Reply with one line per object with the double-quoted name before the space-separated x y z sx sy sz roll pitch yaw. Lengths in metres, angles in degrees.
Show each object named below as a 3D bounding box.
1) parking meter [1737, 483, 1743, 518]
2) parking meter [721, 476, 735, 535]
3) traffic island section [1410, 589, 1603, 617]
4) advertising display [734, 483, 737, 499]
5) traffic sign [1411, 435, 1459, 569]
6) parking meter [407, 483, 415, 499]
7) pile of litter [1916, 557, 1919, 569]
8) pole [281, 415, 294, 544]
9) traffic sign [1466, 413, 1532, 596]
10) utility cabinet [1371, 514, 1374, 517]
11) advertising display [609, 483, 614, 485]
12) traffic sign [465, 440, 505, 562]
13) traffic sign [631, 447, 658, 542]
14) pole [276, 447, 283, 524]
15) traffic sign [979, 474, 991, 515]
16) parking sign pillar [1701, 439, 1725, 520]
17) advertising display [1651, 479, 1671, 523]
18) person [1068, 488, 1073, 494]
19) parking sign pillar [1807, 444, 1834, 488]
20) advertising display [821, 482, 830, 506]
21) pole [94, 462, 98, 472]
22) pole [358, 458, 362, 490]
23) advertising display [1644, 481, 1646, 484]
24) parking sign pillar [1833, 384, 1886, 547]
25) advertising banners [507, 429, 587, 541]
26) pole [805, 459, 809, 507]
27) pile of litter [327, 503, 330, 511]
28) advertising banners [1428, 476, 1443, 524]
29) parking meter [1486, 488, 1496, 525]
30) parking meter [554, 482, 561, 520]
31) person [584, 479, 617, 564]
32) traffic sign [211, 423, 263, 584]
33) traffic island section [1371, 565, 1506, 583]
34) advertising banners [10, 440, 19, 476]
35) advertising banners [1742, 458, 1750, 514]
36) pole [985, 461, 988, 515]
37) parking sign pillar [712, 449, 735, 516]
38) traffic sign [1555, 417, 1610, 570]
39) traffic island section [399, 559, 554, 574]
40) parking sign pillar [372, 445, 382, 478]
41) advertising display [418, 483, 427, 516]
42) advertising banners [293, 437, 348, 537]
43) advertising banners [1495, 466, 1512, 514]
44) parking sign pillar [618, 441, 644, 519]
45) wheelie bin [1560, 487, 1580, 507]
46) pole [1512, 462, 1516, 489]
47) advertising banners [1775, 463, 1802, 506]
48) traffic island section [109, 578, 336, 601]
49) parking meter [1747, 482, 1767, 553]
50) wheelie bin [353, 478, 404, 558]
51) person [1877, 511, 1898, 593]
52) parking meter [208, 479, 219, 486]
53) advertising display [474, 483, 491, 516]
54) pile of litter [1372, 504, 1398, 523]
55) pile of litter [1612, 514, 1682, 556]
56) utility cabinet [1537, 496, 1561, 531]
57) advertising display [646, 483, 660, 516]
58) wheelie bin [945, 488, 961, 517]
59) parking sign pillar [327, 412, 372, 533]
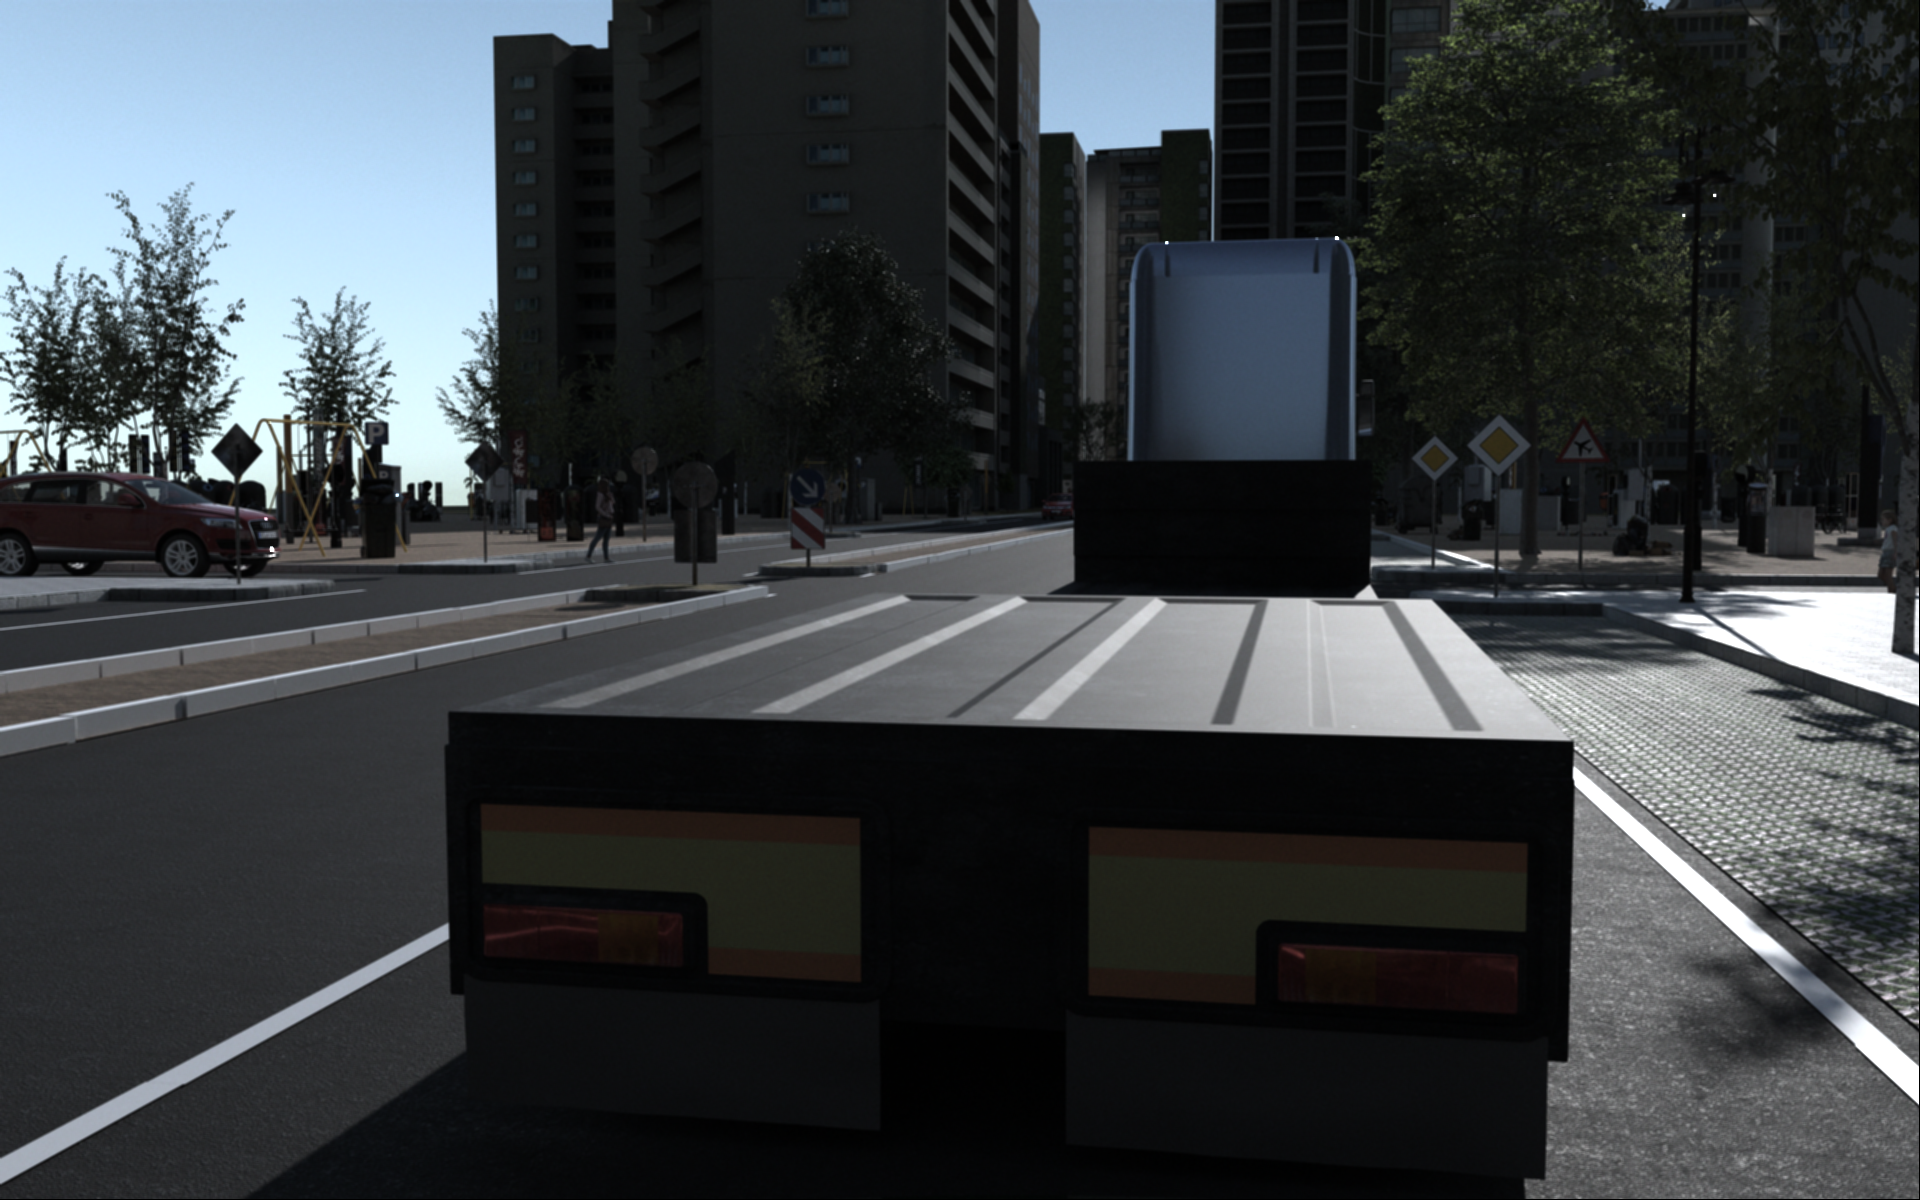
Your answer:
"parking meter" 41.898 -5.333 92.899 0.399 1.863 0.255 -2 4 -31
"parking meter" -7.332 -2.997 54.712 0.399 1.863 0.255 3 5 45
"traffic island section" 6.746 0.033 21.738 2.009 0.180 2.903 1 4 10
"advertising display" -13.067 -5.730 98.907 0.123 1.923 0.974 2 4 30
"traffic sign" 8.081 -1.584 29.534 0.795 2.450 0.064 1 4 10
"parking meter" -29.156 -5.278 92.003 0.255 1.863 0.399 1 4 10
"pile of litter" 16.641 -0.958 29.629 1.176 0.858 1.719 2 4 33
"pole" -17.267 -3.101 44.543 0.158 3.312 0.155 0 3 0
"traffic sign" 6.722 -1.102 21.665 0.795 2.450 0.064 1 4 10
"utility cabinet" 22.576 -5.332 95.864 0.318 1.500 1.173 0 4 -4
"advertising display" -19.234 -5.605 96.857 0.974 1.923 0.123 -3 4 -38
"traffic sign" -8.909 -1.764 32.477 0.795 2.450 0.064 1 4 10
"traffic sign" -8.525 -2.853 46.754 0.768 2.556 0.104 1 4 11
"pole" -29.159 -4.919 74.264 0.158 3.312 0.155 0 3 0
"traffic sign" 1.524 -6.559 107.347 0.768 2.556 0.104 1 4 17
"parking sign pillar" 37.290 -5.956 85.853 1.447 3.967 1.447 -3 5 -43
"advertising display" 30.840 -4.348 76.299 0.974 1.923 0.123 -1 4 -17
"person" 7.319 -6.563 115.770 1.348 1.831 0.705 0 4 -6
"parking sign pillar" 44.034 -6.119 88.519 1.447 3.967 1.447 0 4 7
"advertising display" -7.427 -5.570 96.290 0.123 1.923 0.974 -3 4 -36
"pole" -54.169 -7.020 108.623 0.158 3.312 0.155 0 3 0
"pole" -33.904 -6.367 97.935 0.158 3.312 0.155 0 3 0
"advertising display" 33.152 -4.771 83.219 0.123 1.923 0.974 -1 4 -15
"parking sign pillar" 22.601 -3.330 42.920 1.447 3.967 1.447 2 4 33
"advertising banners" -11.206 -3.110 47.035 2.074 3.025 0.090 0 4 -7
"pole" -7.748 -5.745 87.769 0.158 3.312 0.155 0 3 0
"pile of litter" -36.519 -5.315 100.860 1.719 0.858 1.176 -2 4 -30
"advertising banners" 20.320 -4.766 74.104 0.090 3.025 2.074 0 4 -1
"parking meter" 21.856 -3.846 71.297 0.372 1.533 0.369 0 3 0
"parking meter" -19.750 -4.850 85.012 0.255 1.863 0.399 -2 4 -27
"person" -7.424 -1.631 35.751 0.643 1.750 0.593 0 4 -3
"traffic sign" -10.268 -1.282 24.608 0.795 2.450 0.064 1 4 10
"traffic island section" 8.105 -0.448 29.607 2.009 0.180 2.903 1 4 10
"advertising banners" -30.977 -3.661 56.045 0.090 3.025 2.074 0 4 0
"advertising banners" 33.726 -4.774 74.241 0.090 3.025 2.074 2 4 31
"pole" 1.598 -6.817 105.305 0.158 3.312 0.155 0 3 0
"parking sign pillar" -13.983 -6.976 102.533 1.447 3.967 1.447 -2 4 -24
"traffic sign" 10.505 -1.790 29.266 0.884 2.594 0.081 1 4 12
"traffic island section" -8.934 -0.628 32.543 2.009 0.180 2.903 1 4 10
"parking sign pillar" -25.165 -5.243 74.203 1.447 3.967 1.447 0 4 1
"advertising display" -30.861 -5.771 99.563 0.123 1.923 0.974 0 4 8
"advertising banners" -19.449 -3.441 52.449 0.090 3.025 2.074 3 5 40
"advertising banners" 30.691 -6.222 97.919 2.074 3.025 0.090 -3 4 -36
"parking sign pillar" -16.738 -6.100 88.199 1.447 3.967 1.447 -3 4 -37
"wheelie bin" 27.340 -4.258 77.527 0.980 1.594 0.693 0 4 3
"pole" 26.936 -5.529 84.244 0.158 3.312 0.155 0 3 0
"advertising banners" 46.675 -6.231 98.068 0.090 3.025 2.074 -2 4 -31
"traffic island section" -10.293 -0.146 24.674 2.009 0.180 2.903 1 4 10
"parking meter" 17.356 -1.793 37.721 0.372 1.533 0.369 0 3 0
"wheelie bin" -11.692 -1.651 34.910 0.980 1.594 0.693 -2 4 -29
"person" 12.409 -0.579 22.986 0.382 1.210 0.505 1 4 14
"parking meter" -27.985 -3.629 65.041 0.399 1.863 0.255 1 4 16
"advertising display" -27.364 -5.754 99.294 0.974 1.923 0.123 -3 4 -36
"pile of litter" 19.237 -3.954 78.613 1.719 0.858 1.176 -2 4 -32
"pile of litter" 14.457 -1.370 36.369 1.719 0.858 1.176 -1 4 -15
"utility cabinet" 20.650 -3.056 61.134 1.020 1.237 0.306 3 5 43
"advertising display" -18.061 -5.894 101.573 0.974 1.923 0.123 -3 4 -39
"wheelie bin" -0.342 -5.331 95.075 0.980 1.594 0.693 0 4 -2
"parking sign pillar" -20.488 -4.225 57.551 1.447 3.967 1.447 -1 4 -23
